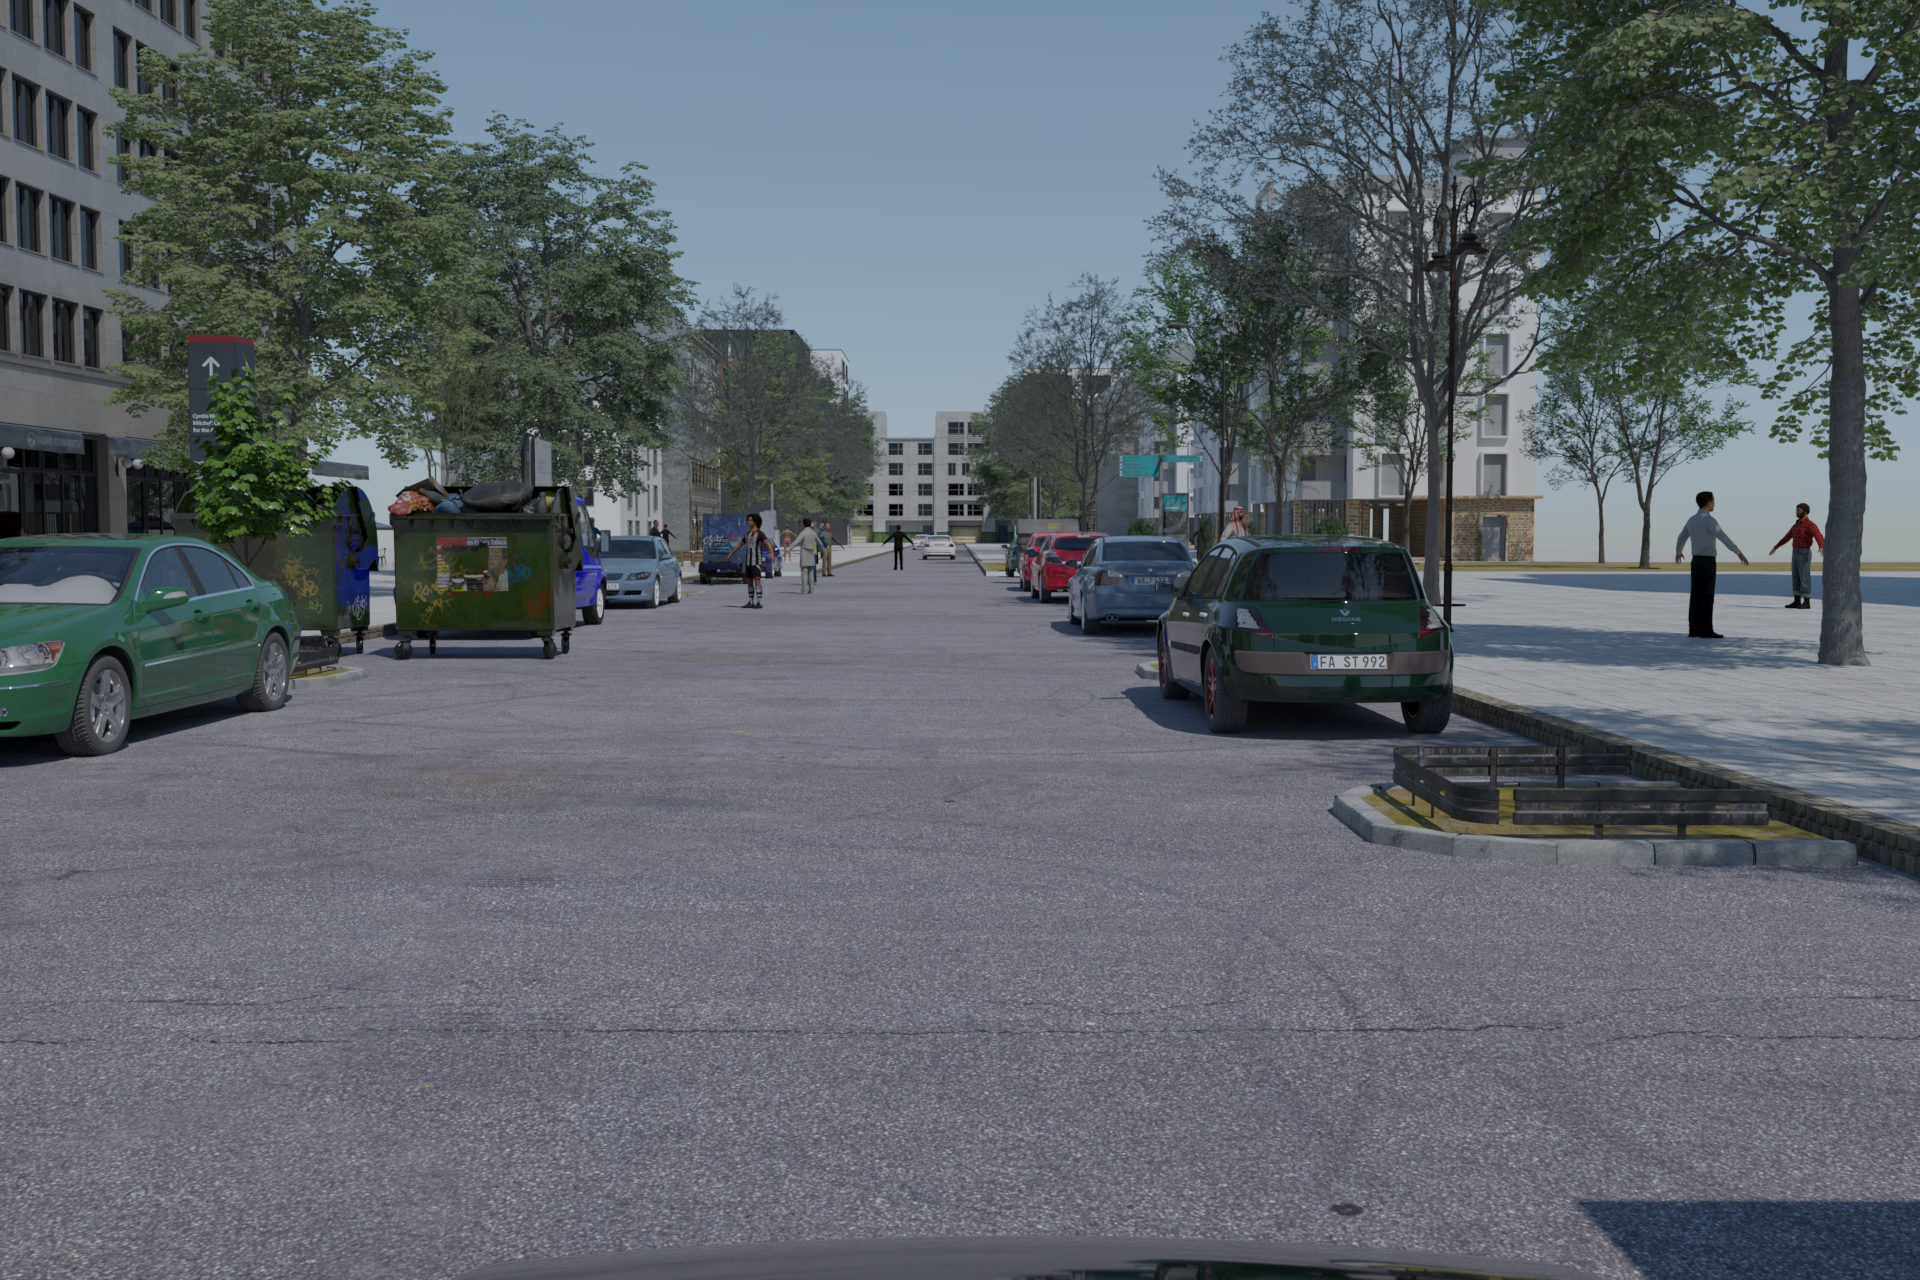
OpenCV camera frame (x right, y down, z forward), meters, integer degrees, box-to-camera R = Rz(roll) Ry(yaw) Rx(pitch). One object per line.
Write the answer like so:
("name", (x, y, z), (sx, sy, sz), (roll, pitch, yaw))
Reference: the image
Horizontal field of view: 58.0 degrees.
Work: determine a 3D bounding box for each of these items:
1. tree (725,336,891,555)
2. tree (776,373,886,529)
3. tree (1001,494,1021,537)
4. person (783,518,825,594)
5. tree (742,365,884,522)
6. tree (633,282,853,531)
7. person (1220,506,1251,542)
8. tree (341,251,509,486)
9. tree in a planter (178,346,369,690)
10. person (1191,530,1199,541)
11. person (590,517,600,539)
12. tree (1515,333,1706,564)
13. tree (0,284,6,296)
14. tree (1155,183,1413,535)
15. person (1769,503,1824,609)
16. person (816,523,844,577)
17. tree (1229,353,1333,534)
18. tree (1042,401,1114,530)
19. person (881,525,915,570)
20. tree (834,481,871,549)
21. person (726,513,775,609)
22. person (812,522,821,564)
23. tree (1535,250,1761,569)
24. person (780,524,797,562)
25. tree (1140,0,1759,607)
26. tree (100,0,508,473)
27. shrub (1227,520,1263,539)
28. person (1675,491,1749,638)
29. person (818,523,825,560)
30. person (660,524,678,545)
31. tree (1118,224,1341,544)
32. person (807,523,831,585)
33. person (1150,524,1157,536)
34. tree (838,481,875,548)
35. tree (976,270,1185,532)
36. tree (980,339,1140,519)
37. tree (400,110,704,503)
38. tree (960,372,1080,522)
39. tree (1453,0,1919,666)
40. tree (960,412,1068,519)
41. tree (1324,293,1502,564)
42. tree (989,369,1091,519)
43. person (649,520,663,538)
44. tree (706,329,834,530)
("tree", (-9.868, -12.118, 108.505), (12.009, 13.543, 11.850), (0, 3, 0))
("tree", (-10.338, -13.832, 132.815), (9.857, 13.997, 8.962), (0, 3, 0))
("tree", (4.789, -12.633, 156.911), (4.360, 8.622, 3.978), (0, 3, 0))
("person", (-3.682, -2.006, 41.449), (0.705, 1.806, 1.347), (3, 5, 40))
("tree", (-10.459, -12.910, 121.452), (12.009, 13.543, 11.850), (0, 3, 0))
("tree", (-10.320, -10.614, 83.901), (12.009, 13.543, 11.850), (0, 3, 0))
("person", (5.302, -1.638, 32.926), (1.347, 1.811, 0.704), (-3, 5, -44))
("tree", (-12.864, -5.657, 42.862), (4.360, 8.622, 3.978), (0, 3, 0))
("tree in a planter", (-6.885, -1.190, 16.671), (1.991, 3.239, 1.994), (0, 3, 0))
("person", (13.281, -5.447, 95.195), (1.346, 1.812, 0.704), (-1, 4, -20))
("person", (-12.150, -3.142, 57.248), (1.347, 1.842, 0.705), (-3, 4, -37))
("tree", (28.149, -8.624, 75.408), (8.767, 10.594, 7.601), (2, 4, 30))
("tree", (-13.034, -5.029, 16.644), (7.601, 10.594, 8.767), (1, 4, 11))
("tree", (8.641, -6.782, 45.306), (7.601, 10.594, 8.767), (-2, 4, -30))
("person", (14.395, -1.442, 29.679), (0.704, 1.816, 1.345), (-1, 4, -11))
("person", (-4.462, -3.031, 58.287), (1.348, 1.796, 0.705), (-3, 5, -44))
("tree", (12.502, -7.142, 67.141), (4.360, 8.622, 3.978), (0, 3, 0))
("tree", (5.820, -8.841, 94.913), (4.360, 8.622, 3.978), (0, 3, 0))
("person", (-2.446, -3.675, 68.730), (1.347, 1.806, 0.705), (-1, 4, -13))
("tree", (-9.654, -12.397, 153.058), (4.737, 8.622, 4.395), (0, 3, 0))
("person", (-3.984, -1.511, 33.299), (1.345, 1.843, 0.704), (3, 5, 42))
("person", (-6.223, -4.145, 73.903), (0.705, 1.813, 1.348), (2, 4, 29))
("tree", (25.212, -8.434, 63.645), (9.928, 11.665, 9.643), (0, 3, 0))
("person", (-8.070, -4.527, 80.815), (1.217, 1.733, 0.721), (-1, 4, -11))
("tree", (8.388, -7.336, 30.321), (12.009, 13.543, 11.850), (0, 3, 0))
("tree", (-12.685, -7.082, 33.922), (7.486, 12.596, 7.792), (0, 3, 0))
("shrub", (11.605, -4.063, 70.852), (1.690, 2.028, 1.600), (0, 3, 0))
("person", (9.223, -0.934, 21.421), (0.704, 1.810, 1.344), (-1, 4, -12))
("person", (-6.928, -4.928, 86.703), (0.704, 1.817, 1.347), (-2, 4, -29))
("person", (-16.188, -5.468, 95.329), (1.347, 1.837, 0.705), (1, 4, 11))
("tree", (8.760, -8.015, 56.799), (9.928, 11.665, 9.643), (0, 3, 0))
("person", (-4.200, -2.418, 48.459), (1.216, 1.772, 0.721), (0, 4, 4))
("person", (9.509, -4.962, 87.094), (1.349, 1.833, 0.705), (-3, 5, -41))
("tree", (-10.101, -12.749, 158.807), (4.737, 8.622, 4.395), (0, 3, 0))
("tree", (5.834, -10.367, 79.878), (12.009, 13.543, 11.850), (0, 3, 0))
("tree", (5.815, -12.003, 106.620), (12.009, 13.543, 11.850), (0, 3, 0))
("tree", (-12.428, -8.903, 52.223), (9.857, 13.997, 8.962), (0, 3, 0))
("tree", (4.990, -13.791, 132.139), (9.857, 13.997, 8.962), (0, 3, 0))
("tree", (8.310, -6.015, 16.466), (7.486, 12.596, 7.792), (0, 3, 0))
("tree", (5.215, -14.427, 146.255), (12.009, 13.543, 11.850), (0, 3, 0))
("tree", (19.110, -9.025, 73.311), (9.928, 11.665, 9.643), (0, 3, 0))
("tree", (5.324, -12.301, 119.256), (7.486, 12.596, 7.792), (0, 3, 0))
("person", (-11.156, -3.514, 63.677), (0.704, 1.802, 1.346), (1, 4, 13))
("tree", (-10.763, -10.906, 96.446), (7.486, 12.596, 7.792), (0, 3, 0))
